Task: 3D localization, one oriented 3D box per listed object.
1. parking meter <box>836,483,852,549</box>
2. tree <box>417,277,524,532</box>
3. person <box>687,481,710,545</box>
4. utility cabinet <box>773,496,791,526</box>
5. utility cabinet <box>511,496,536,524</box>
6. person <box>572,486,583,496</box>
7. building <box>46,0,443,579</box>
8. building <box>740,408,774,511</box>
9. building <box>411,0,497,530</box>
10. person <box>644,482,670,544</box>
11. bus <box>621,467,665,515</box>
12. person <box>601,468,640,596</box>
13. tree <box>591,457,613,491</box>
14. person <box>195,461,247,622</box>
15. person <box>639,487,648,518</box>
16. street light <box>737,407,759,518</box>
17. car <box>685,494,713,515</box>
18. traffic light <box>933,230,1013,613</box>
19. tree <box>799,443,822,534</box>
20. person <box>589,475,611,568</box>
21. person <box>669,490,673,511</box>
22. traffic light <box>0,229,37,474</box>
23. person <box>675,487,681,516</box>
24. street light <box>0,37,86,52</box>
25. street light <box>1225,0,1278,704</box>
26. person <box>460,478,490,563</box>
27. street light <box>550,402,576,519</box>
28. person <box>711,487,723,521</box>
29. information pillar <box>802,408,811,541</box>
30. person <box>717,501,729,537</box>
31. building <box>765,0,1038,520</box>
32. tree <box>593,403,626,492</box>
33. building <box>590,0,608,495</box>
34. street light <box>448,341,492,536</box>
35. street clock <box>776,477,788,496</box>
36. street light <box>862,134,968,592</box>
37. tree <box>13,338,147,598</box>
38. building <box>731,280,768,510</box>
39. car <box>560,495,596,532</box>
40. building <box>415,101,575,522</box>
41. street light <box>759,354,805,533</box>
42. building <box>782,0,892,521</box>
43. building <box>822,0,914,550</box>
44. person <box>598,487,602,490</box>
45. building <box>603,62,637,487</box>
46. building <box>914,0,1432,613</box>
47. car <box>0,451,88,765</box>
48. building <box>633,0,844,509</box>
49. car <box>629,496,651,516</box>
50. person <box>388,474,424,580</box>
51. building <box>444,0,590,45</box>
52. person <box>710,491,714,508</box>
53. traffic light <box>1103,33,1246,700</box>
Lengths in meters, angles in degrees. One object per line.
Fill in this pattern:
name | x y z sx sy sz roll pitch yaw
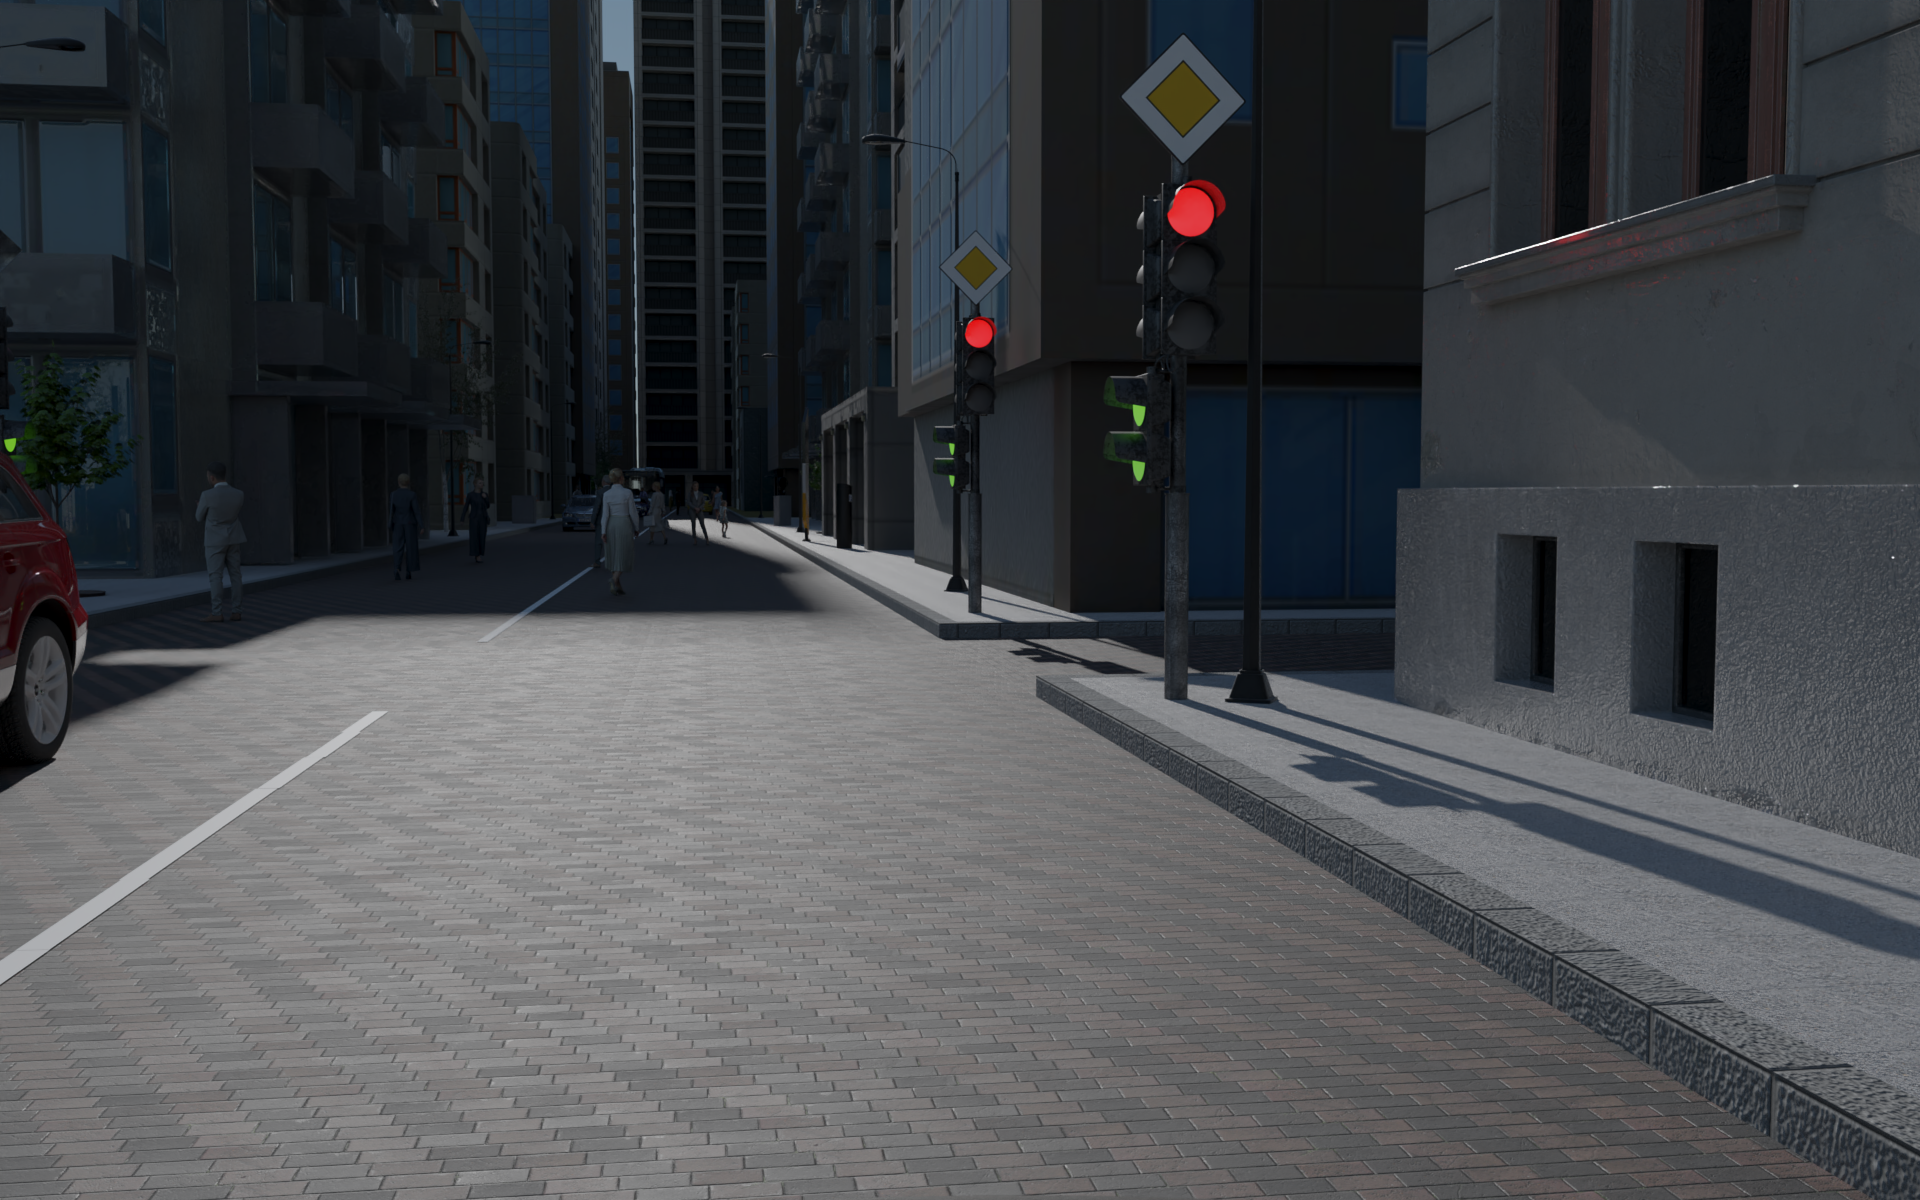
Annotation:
parking meter | -2.733 -1.988 40.917 0.372 1.533 0.369 0 3 0
tree | -17.145 -6.598 58.233 4.360 8.622 3.978 0 3 0
person | -7.329 -2.429 48.493 0.520 1.790 0.573 -2 4 -35
utility cabinet | -7.231 -3.629 70.503 0.306 1.237 1.020 1 4 22
utility cabinet | -18.984 -3.930 75.424 1.020 1.237 0.306 1 4 11
person | -18.432 -4.590 83.653 0.679 1.850 0.850 2 4 24
building | -23.546 -25.461 35.894 23.786 49.044 30.456 -1 4 -9
building | -4.331 -49.588 123.432 22.319 86.520 31.000 -1 4 -9
building | -33.306 -13.961 73.299 27.650 21.520 28.899 -1 4 -9
person | -8.612 -2.469 49.226 0.624 1.780 0.694 3 5 40
bus | -21.408 -7.476 117.090 2.948 3.499 13.247 0 4 -8
person | -4.830 -0.961 24.445 0.478 1.798 0.641 1 4 16
tree | -30.014 -9.725 142.717 4.285 4.588 4.351 0 3 0
person | -8.355 -0.663 19.524 0.466 1.800 0.511 1 4 23
person | -19.268 -5.897 104.778 0.709 1.838 0.599 2 4 33
street light | -11.163 -7.322 92.252 1.470 5.913 1.316 -1 4 -9
car | -17.974 -6.694 119.667 2.015 1.641 3.980 -1 4 -10
traffic light | 0.143 -1.817 18.633 0.839 4.253 0.868 -1 4 -9
tree | -4.151 -3.764 56.144 1.663 3.219 1.824 0 3 0
person | -6.949 -1.535 33.769 0.590 1.801 0.661 3 5 43
person | -23.732 -8.163 142.692 0.721 1.736 1.217 -1 4 -10
traffic light | -9.655 -1.726 17.144 0.839 4.253 0.868 -1 4 -9
person | -18.378 -6.420 113.098 0.705 1.869 1.348 0 4 -5
street light | -9.599 -2.762 17.706 1.470 5.913 1.316 -1 4 -9
street light | 1.273 -2.321 10.496 1.470 5.913 1.316 -1 4 -9
person | -10.136 -1.674 36.284 0.534 1.772 0.576 3 4 37
street light | -20.058 -7.030 87.487 1.470 5.913 1.316 -1 4 -9
person | -12.679 -5.009 90.487 0.616 1.811 0.778 0 4 3
information pillar | -4.170 -3.392 46.815 0.183 3.616 0.504 0 4 5
person | -7.950 -2.706 57.758 0.505 1.210 0.382 2 4 31
building | -4.131 -27.589 101.193 14.600 45.320 14.200 -1 4 -9
tree | -28.732 -11.465 137.820 4.360 8.622 3.978 0 3 0
building | -42.595 -43.773 153.936 20.611 71.187 20.563 -1 4 -9
street light | -14.848 -4.887 52.451 1.470 5.913 1.316 -1 4 -9
street clock | -7.556 -4.223 73.609 0.471 2.002 0.358 -3 5 -40
street light | -0.576 -3.062 22.609 1.470 5.913 1.316 -1 4 -9
tree | -11.309 -1.646 21.513 1.663 3.219 1.824 0 3 0
building | -6.416 -19.029 156.168 27.650 21.520 28.899 -1 4 -9
car | -14.593 -3.418 67.881 2.014 1.417 4.499 -1 4 -9
building | -38.258 -15.815 103.615 27.650 21.520 28.899 -1 4 -9
street light | -5.858 -5.203 57.611 1.470 5.913 1.316 -1 4 -9
building | 4.243 -28.003 77.453 23.786 49.044 30.456 -1 4 -9
building | 7.300 -37.011 43.389 20.563 71.187 20.611 -1 4 -9
person | -18.731 -4.999 90.465 0.641 1.798 0.478 -2 4 -23
building | -40.986 -32.366 179.301 14.200 45.320 14.600 -1 4 -9
building | 6.836 -22.914 24.749 14.200 45.320 14.600 -1 4 -9
car | -5.678 0.064 7.633 2.281 1.827 5.304 0 4 -7
building | -23.963 -45.670 184.951 20.611 71.187 20.563 -1 4 -9
car | -18.594 -5.312 99.425 1.945 1.354 3.894 0 4 -7
person | -9.261 -1.224 28.940 0.576 1.772 0.534 -1 4 -20
building | -34.069 -29.062 125.270 14.600 45.320 14.200 -1 4 -9
person | -23.866 -9.629 166.481 0.434 1.755 0.990 1 4 18
traffic light | 1.334 -1.334 10.737 0.839 4.253 0.868 -1 4 -9
